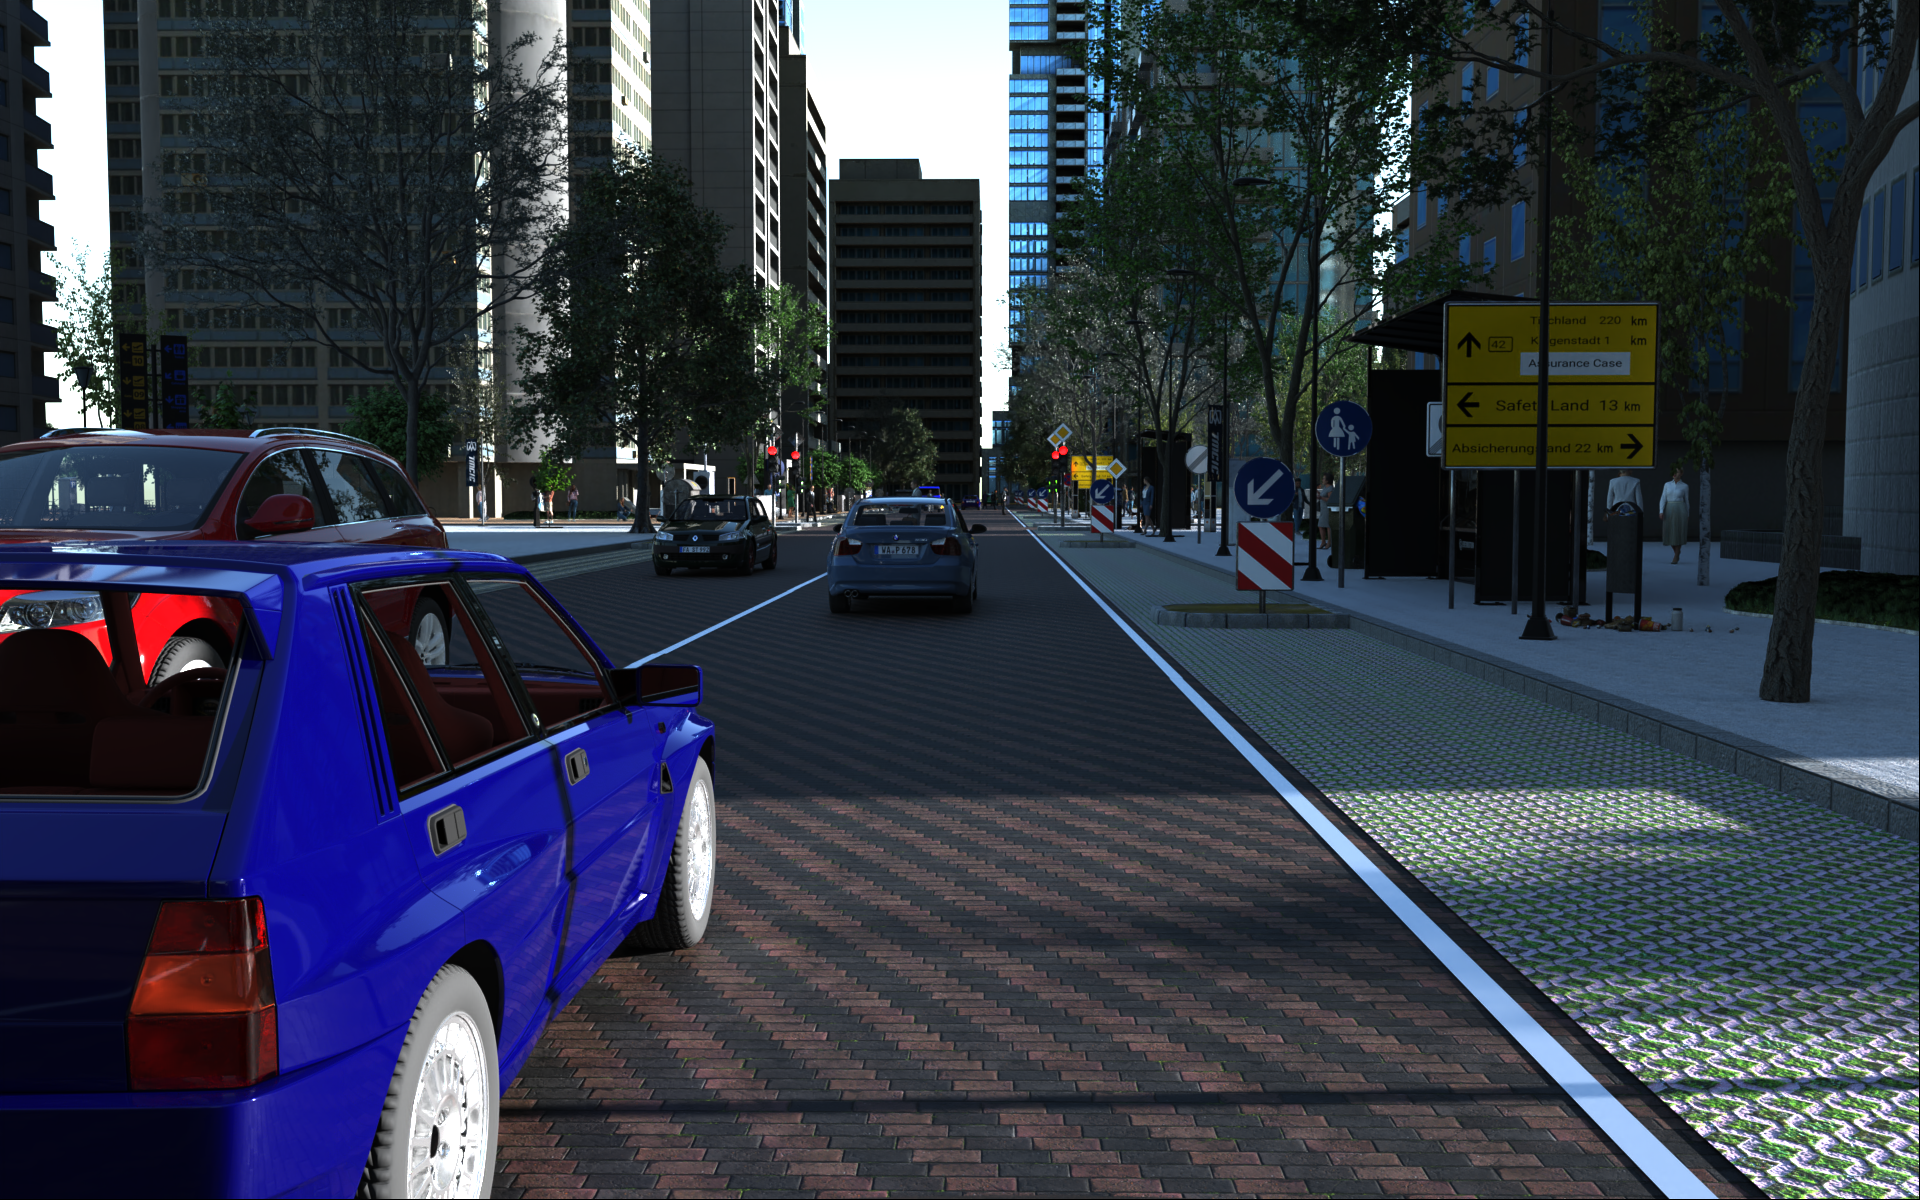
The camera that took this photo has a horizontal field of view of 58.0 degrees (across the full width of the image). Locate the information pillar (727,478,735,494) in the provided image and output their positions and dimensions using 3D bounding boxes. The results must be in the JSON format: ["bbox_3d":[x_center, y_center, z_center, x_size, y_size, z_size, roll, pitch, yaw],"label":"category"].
[{"bbox_3d":[-10.231,-4.463,77.462,0.304,2.012,0.304,-1,4,-17],"label":"information pillar"}]

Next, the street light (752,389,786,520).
[{"bbox_3d":[-8.640,-6.366,76.626,1.470,5.913,1.316,0,4,1],"label":"street light"}]

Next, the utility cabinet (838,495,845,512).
[{"bbox_3d":[-8.580,-6.958,124.924,0.306,1.237,1.020,-2,4,-26],"label":"utility cabinet"}]

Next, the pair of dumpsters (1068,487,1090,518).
[{"bbox_3d":[6.816,-5.642,94.743,1.574,2.255,4.437,0,4,1],"label":"pair of dumpsters"}]

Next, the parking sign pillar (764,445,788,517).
[{"bbox_3d":[-10.255,-6.574,95.958,1.447,3.967,1.447,3,5,40],"label":"parking sign pillar"}]

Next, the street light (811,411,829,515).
[{"bbox_3d":[-8.291,-7.639,97.436,1.470,5.913,1.316,0,4,1],"label":"street light"}]

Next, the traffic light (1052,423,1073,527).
[{"bbox_3d":[4.024,-4.841,68.079,0.839,4.253,0.868,0,4,1],"label":"traffic light"}]

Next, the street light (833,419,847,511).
[{"bbox_3d":[-8.016,-8.272,107.783,1.470,5.913,1.316,0,4,1],"label":"street light"}]

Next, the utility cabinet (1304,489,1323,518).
[{"bbox_3d":[15.711,-4.118,76.016,1.173,1.500,0.318,2,4,32],"label":"utility cabinet"}]

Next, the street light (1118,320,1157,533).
[{"bbox_3d":[5.087,-4.516,46.373,1.470,5.913,1.316,0,4,1],"label":"street light"}]

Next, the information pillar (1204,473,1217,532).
[{"bbox_3d":[8.427,-3.293,58.325,0.304,2.012,0.304,-3,5,-41],"label":"information pillar"}]

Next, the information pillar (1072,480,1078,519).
[{"bbox_3d":[5.996,-5.250,90.331,0.304,2.012,0.304,-1,4,-9],"label":"information pillar"}]

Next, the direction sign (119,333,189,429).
[{"bbox_3d":[-11.447,-1.999,24.679,0.876,3.537,0.379,-2,4,-31],"label":"direction sign"}]

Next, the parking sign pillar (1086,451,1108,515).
[{"bbox_3d":[8.499,-7.272,107.363,1.447,3.967,1.447,-1,4,-12],"label":"parking sign pillar"}]

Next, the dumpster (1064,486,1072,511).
[{"bbox_3d":[8.612,-7.907,131.768,1.502,2.255,1.985,0,4,1],"label":"dumpster"}]

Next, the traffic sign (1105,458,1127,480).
[{"bbox_3d":[5.694,-3.864,62.912,0.795,2.593,0.064,0,4,7],"label":"traffic sign"}]

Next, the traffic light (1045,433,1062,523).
[{"bbox_3d":[4.173,-5.330,76.063,0.839,4.253,0.868,0,4,1],"label":"traffic light"}]

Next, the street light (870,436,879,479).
[{"bbox_3d":[-7.493,-10.218,139.597,1.470,5.913,1.316,0,4,1],"label":"street light"}]

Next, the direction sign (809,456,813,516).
[{"bbox_3d":[-8.783,-6.732,102.071,0.379,3.537,0.876,0,4,3],"label":"direction sign"}]

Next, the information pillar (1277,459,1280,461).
[{"bbox_3d":[6.560,-1.938,36.180,0.304,2.012,0.304,-2,4,-29],"label":"information pillar"}]

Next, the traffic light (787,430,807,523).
[{"bbox_3d":[-7.187,-5.342,76.257,0.839,4.253,0.868,0,4,1],"label":"traffic light"}]

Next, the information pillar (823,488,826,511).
[{"bbox_3d":[-10.292,-7.755,131.292,0.304,2.012,0.304,0,4,3],"label":"information pillar"}]

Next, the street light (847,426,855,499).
[{"bbox_3d":[-7.899,-8.926,118.478,1.470,5.913,1.316,0,4,1],"label":"street light"}]

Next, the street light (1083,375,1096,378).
[{"bbox_3d":[5.487,-5.824,67.758,1.470,5.913,1.316,0,4,1],"label":"street light"}]

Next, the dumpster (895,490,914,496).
[{"bbox_3d":[-5.452,-9.906,170.179,1.865,1.857,1.264,0,4,1],"label":"dumpster"}]

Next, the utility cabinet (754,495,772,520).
[{"bbox_3d":[-9.740,-4.562,85.755,1.020,1.237,0.306,-3,5,-41],"label":"utility cabinet"}]

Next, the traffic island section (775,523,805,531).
[{"bbox_3d":[-7.375,-2.821,68.409,2.009,0.180,2.903,0,4,1],"label":"traffic island section"}]

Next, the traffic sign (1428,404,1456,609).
[{"bbox_3d":[5.491,-1.050,19.292,0.606,2.300,0.079,0,4,5],"label":"traffic sign"}]

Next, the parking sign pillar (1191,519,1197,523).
[{"bbox_3d":[9.787,-5.392,76.624,1.447,3.967,1.447,0,4,8],"label":"parking sign pillar"}]

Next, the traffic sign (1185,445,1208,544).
[{"bbox_3d":[6.184,-2.728,44.713,0.768,2.556,0.104,1,4,10],"label":"traffic sign"}]

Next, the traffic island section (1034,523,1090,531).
[{"bbox_3d":[4.064,-2.808,68.192,2.009,0.180,2.903,0,4,1],"label":"traffic island section"}]

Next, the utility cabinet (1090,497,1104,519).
[{"bbox_3d":[6.917,-4.805,87.245,0.318,1.500,1.173,2,4,28],"label":"utility cabinet"}]

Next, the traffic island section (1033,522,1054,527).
[{"bbox_3d":[4.213,-3.296,76.176,2.009,0.180,2.903,0,4,1],"label":"traffic island section"}]

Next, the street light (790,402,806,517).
[{"bbox_3d":[-8.491,-7.006,87.087,1.470,5.913,1.316,0,4,1],"label":"street light"}]

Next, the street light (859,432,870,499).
[{"bbox_3d":[-7.684,-9.585,129.247,1.470,5.913,1.316,0,4,1],"label":"street light"}]

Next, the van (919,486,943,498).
[{"bbox_3d":[-2.446,-8.120,137.150,2.240,2.365,5.245,0,4,-1],"label":"van"}]

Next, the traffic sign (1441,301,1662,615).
[{"bbox_3d":[6.235,-1.497,18.355,2.265,3.308,0.079,0,4,2],"label":"traffic sign"}]

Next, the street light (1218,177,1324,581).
[{"bbox_3d":[4.686,-3.241,25.534,1.470,5.913,1.316,0,4,1],"label":"street light"}]

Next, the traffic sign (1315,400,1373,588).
[{"bbox_3d":[5.223,-1.440,23.649,0.768,2.556,0.104,0,4,6],"label":"traffic sign"}]

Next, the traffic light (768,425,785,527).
[{"bbox_3d":[-7.335,-4.853,68.273,0.839,4.253,0.868,0,4,1],"label":"traffic light"}]

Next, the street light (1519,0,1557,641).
[{"bbox_3d":[4.581,-2.608,15.183,1.470,5.913,1.316,0,4,1],"label":"street light"}]

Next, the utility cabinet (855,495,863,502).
[{"bbox_3d":[-8.600,-8.342,147.550,0.306,1.237,1.020,-2,4,-31],"label":"utility cabinet"}]

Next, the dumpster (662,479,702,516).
[{"bbox_3d":[-10.593,-3.673,65.814,1.264,1.857,1.865,0,4,1],"label":"dumpster"}]

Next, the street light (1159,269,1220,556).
[{"bbox_3d":[4.944,-3.874,35.882,1.470,5.913,1.316,0,4,1],"label":"street light"}]

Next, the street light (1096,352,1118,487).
[{"bbox_3d":[5.343,-5.159,56.892,1.470,5.913,1.316,0,4,1],"label":"street light"}]

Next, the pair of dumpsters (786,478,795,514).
[{"bbox_3d":[-10.517,-6.030,101.081,1.574,2.255,4.437,0,4,1],"label":"pair of dumpsters"}]
